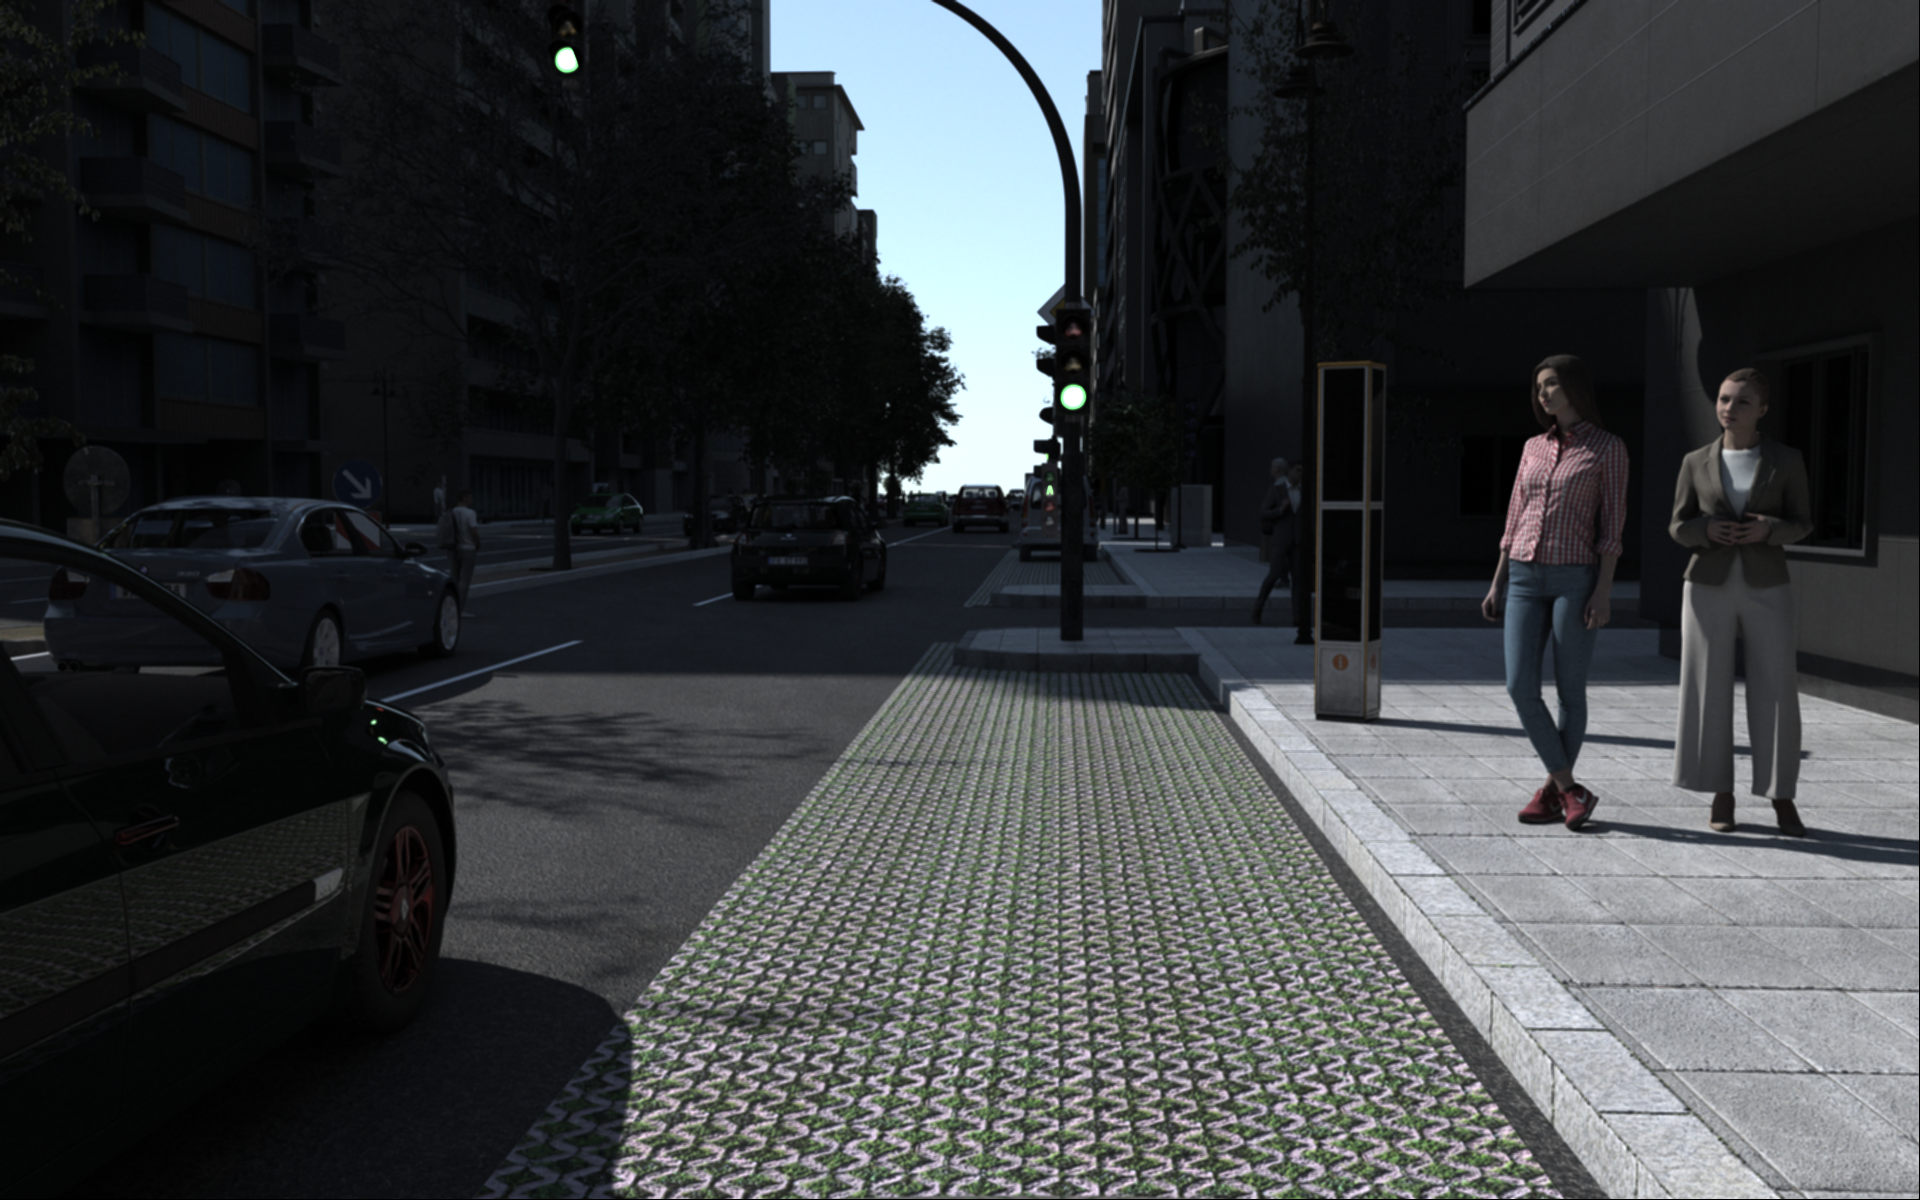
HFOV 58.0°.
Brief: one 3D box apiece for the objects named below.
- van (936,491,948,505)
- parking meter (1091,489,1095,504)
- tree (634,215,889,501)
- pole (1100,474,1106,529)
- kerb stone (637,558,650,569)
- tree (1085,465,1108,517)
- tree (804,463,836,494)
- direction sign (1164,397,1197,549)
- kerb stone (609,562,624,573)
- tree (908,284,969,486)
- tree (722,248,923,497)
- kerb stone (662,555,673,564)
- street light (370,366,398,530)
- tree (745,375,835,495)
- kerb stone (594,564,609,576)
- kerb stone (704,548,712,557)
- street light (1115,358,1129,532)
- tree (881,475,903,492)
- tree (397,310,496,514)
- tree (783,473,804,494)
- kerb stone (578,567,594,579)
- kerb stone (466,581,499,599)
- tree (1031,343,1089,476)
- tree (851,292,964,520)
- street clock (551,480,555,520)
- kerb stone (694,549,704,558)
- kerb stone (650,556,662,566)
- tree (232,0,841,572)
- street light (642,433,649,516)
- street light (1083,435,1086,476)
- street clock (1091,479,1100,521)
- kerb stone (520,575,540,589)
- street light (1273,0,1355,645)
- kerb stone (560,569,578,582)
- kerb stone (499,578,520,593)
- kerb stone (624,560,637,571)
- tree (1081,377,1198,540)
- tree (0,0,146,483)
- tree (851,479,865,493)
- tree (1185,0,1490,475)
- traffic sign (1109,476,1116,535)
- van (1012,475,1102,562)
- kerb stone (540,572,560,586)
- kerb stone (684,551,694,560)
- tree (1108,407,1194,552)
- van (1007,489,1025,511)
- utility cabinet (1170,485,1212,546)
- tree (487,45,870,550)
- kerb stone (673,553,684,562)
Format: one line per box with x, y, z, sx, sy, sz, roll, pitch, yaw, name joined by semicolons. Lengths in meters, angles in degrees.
-2.485;-13.375;225.691;2.013;2.044;4.112;0;4;5;van
7.074;-5.197;93.379;0.372;1.533;0.369;0;3;0;parking meter
-6.240;-7.089;52.780;8.767;10.594;7.601;0;4;3;tree
5.195;-4.226;62.943;0.158;3.312;0.155;0;3;0;pole
-6.250;-0.693;33.612;0.120;0.150;1.000;0;4;3;kerb stone
7.683;-6.395;99.166;1.663;3.219;1.824;0;3;0;tree
-14.267;-11.796;176.579;4.285;4.588;4.351;0;3;0;tree
5.159;-2.976;40.656;0.876;3.537;0.379;-2;4;-24;direction sign
-6.364;-0.573;31.571;0.120;0.150;1.000;0;4;3;kerb stone
-4.368;-10.231;86.750;9.611;12.733;9.660;0;3;0;tree
-5.138;-9.098;76.959;9.928;11.665;9.643;0;3;0;tree
-6.133;-0.823;35.659;0.120;0.150;1.000;0;4;3;kerb stone
-20.689;-5.481;62.398;0.468;5.910;1.993;0;4;3;street light
-6.064;-6.489;58.908;4.360;8.622;3.978;0;3;0;tree
-6.426;-0.511;30.551;0.120;0.150;1.000;0;4;3;kerb stone
-5.905;-1.074;39.754;0.120;0.150;1.000;0;4;3;kerb stone
5.470;-5.267;58.901;0.468;5.910;1.993;0;4;3;street light
-10.242;-16.759;257.729;4.285;4.588;4.351;0;3;0;tree
-20.834;-7.303;69.771;4.360;8.622;3.978;0;3;0;tree
-15.462;-10.301;163.019;1.663;3.219;1.824;0;3;0;tree
-6.479;-0.449;29.530;0.120;0.150;1.000;0;4;3;kerb stone
-6.763;-0.135;24.418;0.120;0.150;1.000;0;4;3;kerb stone
14.009;-20.004;182.946;12.611;20.169;13.585;0;3;0;tree
-3.658;-10.690;95.360;7.486;12.596;7.792;0;3;0;tree
-20.001;-4.973;85.885;0.471;2.002;0.358;-2;4;-35;street clock
-5.953;-1.010;38.733;0.120;0.150;1.000;0;4;3;kerb stone
-6.186;-0.761;34.638;0.120;0.150;1.000;0;4;3;kerb stone
-7.433;-7.288;31.986;12.009;13.543;11.850;0;3;0;tree
-18.505;-7.850;101.131;0.468;5.910;1.993;0;4;3;street light
9.763;-9.992;136.151;0.468;5.910;1.993;0;4;3;street light
6.422;-4.729;81.883;0.471;2.002;0.358;-2;4;-35;street clock
-6.657;-0.261;26.459;0.120;0.150;1.000;0;4;3;kerb stone
2.952;-2.561;14.657;0.468;5.910;1.993;0;4;3;street light
-6.530;-0.386;28.504;0.120;0.150;1.000;0;4;3;kerb stone
-6.714;-0.198;25.438;0.120;0.150;1.000;0;4;3;kerb stone
-6.312;-0.636;32.591;0.120;0.150;1.000;0;4;3;kerb stone
4.976;-3.969;48.601;4.285;4.588;4.351;0;3;0;tree
-8.314;-3.705;13.402;4.360;8.622;3.978;0;3;0;tree
-12.651;-13.395;213.609;1.663;3.219;1.824;0;3;0;tree
4.649;-4.341;21.339;4.360;8.622;3.978;0;3;0;tree
4.849;-3.308;54.188;0.768;2.556;0.104;0;4;5;traffic sign
2.132;-1.891;37.928;2.013;2.044;4.112;0;4;2;van
-6.597;-0.319;27.484;0.120;0.150;1.000;0;4;3;kerb stone
-6.019;-0.945;37.706;0.120;0.150;1.000;0;4;3;kerb stone
4.495;-2.687;38.539;1.663;3.219;1.824;0;3;0;tree
4.828;-8.518;146.285;2.013;2.044;4.112;0;4;2;van
5.627;-2.054;42.259;0.318;1.500;1.173;-2;4;-34;utility cabinet
-6.623;-7.619;44.033;9.611;12.733;9.660;0;3;0;tree
-6.073;-0.881;36.680;0.120;0.150;1.000;0;4;3;kerb stone
